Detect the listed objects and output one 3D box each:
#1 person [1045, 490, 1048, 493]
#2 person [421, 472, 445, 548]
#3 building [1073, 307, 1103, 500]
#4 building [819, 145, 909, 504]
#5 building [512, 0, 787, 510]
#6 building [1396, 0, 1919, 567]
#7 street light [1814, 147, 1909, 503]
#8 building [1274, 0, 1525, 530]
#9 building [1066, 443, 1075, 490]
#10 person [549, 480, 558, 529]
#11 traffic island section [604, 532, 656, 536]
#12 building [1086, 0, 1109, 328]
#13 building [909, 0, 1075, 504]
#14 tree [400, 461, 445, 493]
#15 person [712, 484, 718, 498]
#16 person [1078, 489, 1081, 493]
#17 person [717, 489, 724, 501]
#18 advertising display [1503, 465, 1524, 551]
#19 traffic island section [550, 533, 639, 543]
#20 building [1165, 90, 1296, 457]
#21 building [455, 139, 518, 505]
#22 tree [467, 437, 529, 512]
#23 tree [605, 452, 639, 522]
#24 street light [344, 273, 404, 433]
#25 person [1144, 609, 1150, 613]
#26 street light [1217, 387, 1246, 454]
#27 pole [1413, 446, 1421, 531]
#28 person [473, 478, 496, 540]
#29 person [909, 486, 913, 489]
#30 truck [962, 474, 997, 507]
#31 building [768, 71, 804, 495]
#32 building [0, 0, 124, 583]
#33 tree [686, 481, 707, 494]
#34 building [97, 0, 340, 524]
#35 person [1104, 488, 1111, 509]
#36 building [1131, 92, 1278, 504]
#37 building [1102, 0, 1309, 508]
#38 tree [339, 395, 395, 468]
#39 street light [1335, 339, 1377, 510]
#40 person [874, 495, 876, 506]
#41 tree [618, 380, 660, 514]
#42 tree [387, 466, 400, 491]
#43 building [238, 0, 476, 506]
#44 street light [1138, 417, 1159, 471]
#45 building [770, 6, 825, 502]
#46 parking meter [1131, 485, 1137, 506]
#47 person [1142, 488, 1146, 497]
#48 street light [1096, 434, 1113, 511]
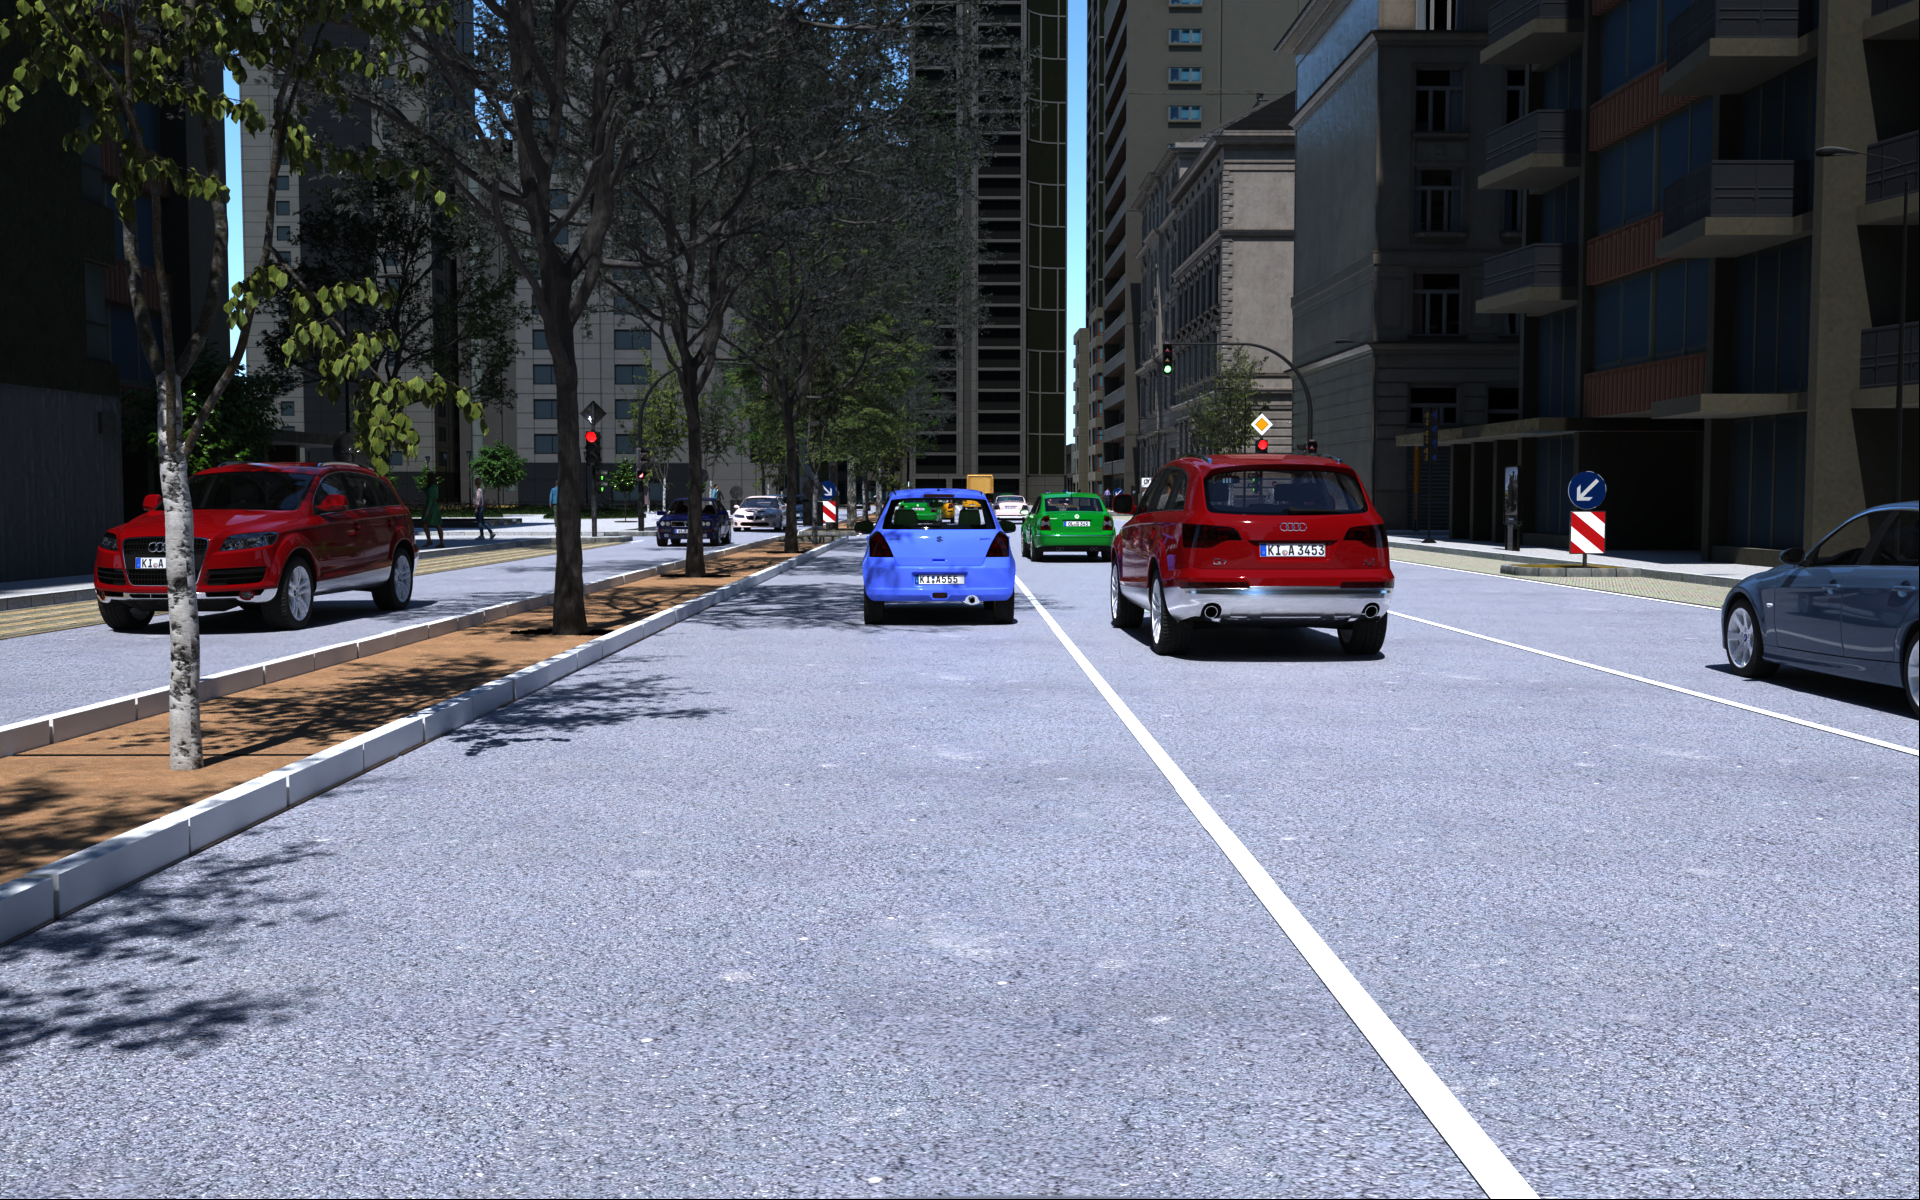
[{"bbox_3d":[8.684,-10.233,175.673,0.599,1.838,0.709,1,4,9],"label":"person"},{"bbox_3d":[-12.570,-2.140,41.280,0.529,1.795,0.600,-1,4,-13],"label":"person"},{"bbox_3d":[26.300,-20.177,174.930,27.650,21.520,28.899,0,4,0],"label":"building"},{"bbox_3d":[-17.346,-37.036,229.241,21.600,48.544,21.300,0,4,0],"label":"building"},{"bbox_3d":[-24.521,-43.161,143.935,20.563,71.187,20.611,0,4,0],"label":"building"},{"bbox_3d":[23.738,-23.318,35.867,22.147,44.769,28.867,0,4,0],"label":"building"},{"bbox_3d":[12.127,-3.107,23.335,1.470,5.913,1.316,0,4,0],"label":"street light"},{"bbox_3d":[28.801,-14.379,68.375,30.059,22.955,16.112,0,4,0],"label":"building"},{"bbox_3d":[29.557,-56.056,229.184,31.000,86.520,22.319,0,4,0],"label":"building"},{"bbox_3d":[-14.670,-3.473,63.178,0.601,1.785,0.444,-1,4,-14],"label":"person"},{"bbox_3d":[-11.070,-2.311,60.068,2.009,0.180,2.903,0,4,0],"label":"traffic island section"},{"bbox_3d":[23.301,-46.522,198.884,20.563,71.187,20.611,0,4,0],"label":"building"},{"bbox_3d":[3.762,-48.320,228.281,20.611,71.187,20.563,0,4,0],"label":"building"},{"bbox_3d":[-30.842,-6.440,99.902,1.663,3.219,1.824,0,3,0],"label":"tree"},{"bbox_3d":[-13.404,-5.389,94.166,0.620,1.820,0.660,-1,4,-13],"label":"person"},{"bbox_3d":[11.875,-10.023,170.644,0.721,1.735,1.217,0,4,4],"label":"person"},{"bbox_3d":[-16.293,-6.762,116.372,0.755,1.850,0.659,-3,5,-39],"label":"person"},{"bbox_3d":[12.525,-2.080,39.225,0.123,1.923,0.974,0,4,0],"label":"advertising display"},{"bbox_3d":[-11.010,-1.823,52.083,2.009,0.180,2.903,0,4,0],"label":"traffic island section"},{"bbox_3d":[18.693,-16.670,101.437,11.050,23.489,19.941,0,4,0],"label":"building"},{"bbox_3d":[-49.925,-31.734,202.440,14.086,41.232,14.154,0,4,0],"label":"building"},{"bbox_3d":[-26.652,-7.101,99.818,4.285,4.588,4.351,0,3,0],"label":"tree"},{"bbox_3d":[-15.286,-5.157,78.915,1.663,3.219,1.824,0,3,0],"label":"tree"},{"bbox_3d":[-12.388,-3.915,36.559,1.470,5.913,1.316,0,4,0],"label":"street light"},{"bbox_3d":[2.550,-0.701,20.715,0.760,1.731,0.466,1,4,19],"label":"person"},{"bbox_3d":[11.814,-6.274,75.120,1.470,5.913,1.316,0,4,0],"label":"street light"},{"bbox_3d":[15.718,-4.020,59.571,0.158,3.312,0.155,0,3,0],"label":"pole"},{"bbox_3d":[-13.409,-2.575,48.823,0.598,1.740,0.731,-1,4,-14],"label":"person"},{"bbox_3d":[-2.249,-4.439,81.178,0.778,1.811,0.616,2,4,31],"label":"person"},{"bbox_3d":[1.948,-10.629,169.703,3.469,3.379,9.791,0,4,0],"label":"truck"},{"bbox_3d":[-22.310,-29.271,162.182,14.154,41.232,14.086,0,4,0],"label":"building"},{"bbox_3d":[-20.865,-15.248,21.008,14.160,30.474,14.107,0,4,0],"label":"building"},{"bbox_3d":[-19.781,-8.373,131.495,1.663,3.219,1.824,0,3,0],"label":"tree"},{"bbox_3d":[-32.608,-23.637,41.093,28.867,44.769,22.147,0,4,0],"label":"building"},{"bbox_3d":[12.717,-8.702,148.190,0.709,1.838,0.599,3,5,44],"label":"person"},{"bbox_3d":[20.228,-20.559,123.531,14.401,28.519,23.554,0,4,0],"label":"building"},{"bbox_3d":[23.888,-32.121,148.884,21.300,48.544,21.600,0,4,0],"label":"building"},{"bbox_3d":[-41.671,-10.454,121.288,4.360,8.622,3.978,0,3,0],"label":"tree"},{"bbox_3d":[11.943,-4.867,52.124,1.470,5.913,1.316,0,4,0],"label":"street light"},{"bbox_3d":[-9.916,-11.817,204.890,0.628,1.438,0.799,-1,4,-10],"label":"person"},{"bbox_3d":[-19.868,-9.793,110.476,4.360,8.622,3.978,0,3,0],"label":"tree"},{"bbox_3d":[-33.385,-6.494,100.784,1.663,3.219,1.824,0,3,0],"label":"tree"},{"bbox_3d":[-67.735,-46.468,197.998,20.611,71.187,20.563,0,4,0],"label":"building"},{"bbox_3d":[11.485,-8.093,104.855,1.470,5.913,1.316,0,4,0],"label":"street light"},{"bbox_3d":[-29.071,-37.066,195.271,27.495,52.752,28.713,0,4,0],"label":"building"},{"bbox_3d":[11.582,-6.701,115.277,0.399,1.863,0.255,0,4,2],"label":"parking meter"},{"bbox_3d":[12.418,-6.675,116.189,0.522,1.701,0.512,3,5,44],"label":"person"},{"bbox_3d":[11.296,-9.916,134.660,1.470,5.913,1.316,0,4,0],"label":"street light"}]
